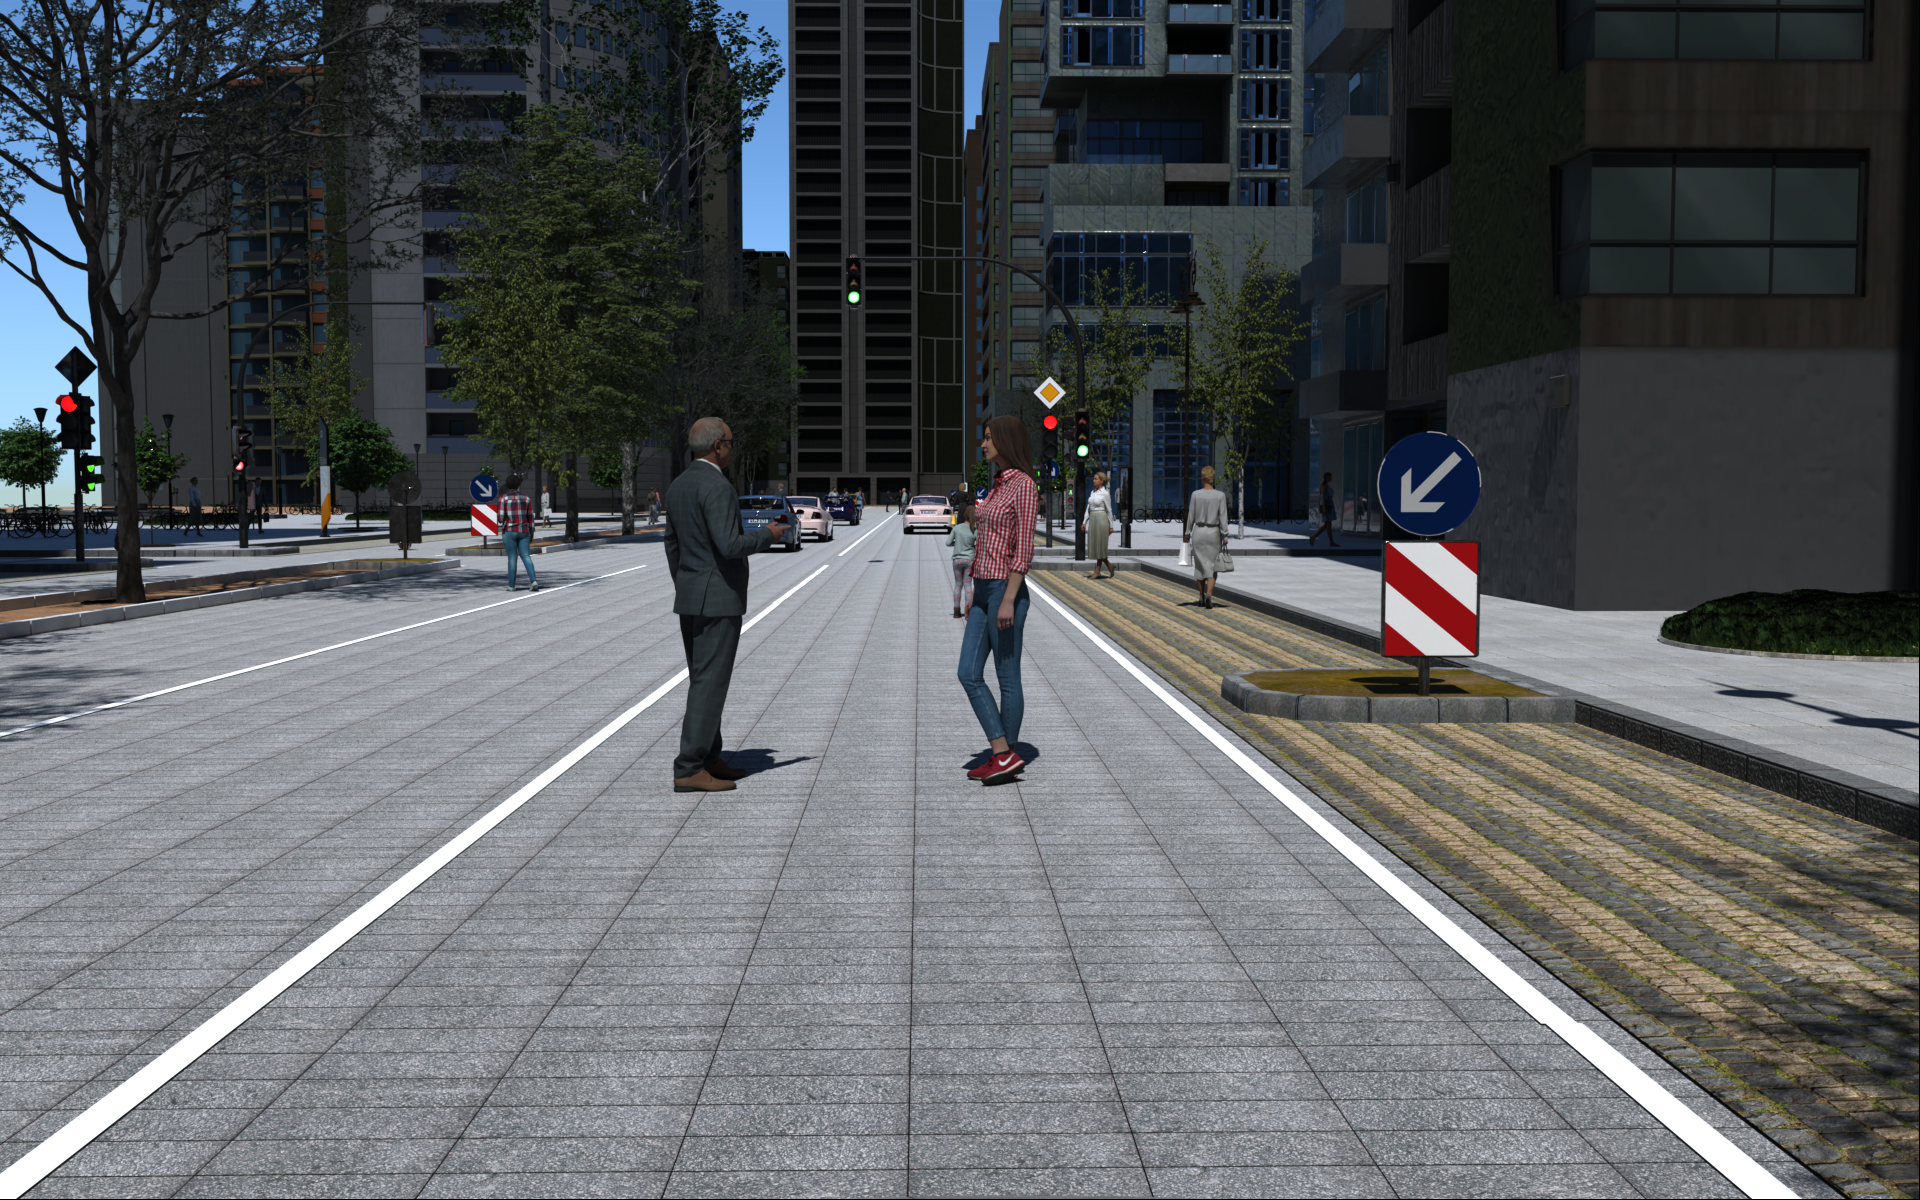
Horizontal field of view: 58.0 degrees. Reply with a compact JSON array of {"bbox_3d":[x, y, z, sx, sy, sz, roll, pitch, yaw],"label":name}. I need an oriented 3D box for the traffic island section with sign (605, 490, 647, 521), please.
[{"bbox_3d":[-17.826,-5.135,92.583,1.989,1.847,2.006,0,4,-1],"label":"traffic island section with sign"}]

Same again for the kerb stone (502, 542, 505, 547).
[{"bbox_3d":[-12.240,-1.473,46.271,0.120,0.150,1.000,0,4,-1],"label":"kerb stone"}]

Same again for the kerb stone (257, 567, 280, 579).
[{"bbox_3d":[-11.852,-0.444,29.447,0.120,0.150,1.000,0,4,-1],"label":"kerb stone"}]

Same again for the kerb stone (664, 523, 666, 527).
[{"bbox_3d":[-12.879,-3.227,74.949,0.120,0.150,1.000,0,4,-1],"label":"kerb stone"}]

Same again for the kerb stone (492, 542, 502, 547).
[{"bbox_3d":[-12.210,-1.410,45.248,0.120,0.150,1.000,0,4,-1],"label":"kerb stone"}]

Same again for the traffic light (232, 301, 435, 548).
[{"bbox_3d":[-14.851,-4.056,40.979,4.771,5.953,1.251,0,4,-1],"label":"traffic light"}]

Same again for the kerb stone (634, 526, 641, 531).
[{"bbox_3d":[-12.720,-2.785,67.790,0.120,0.150,1.000,0,4,-1],"label":"kerb stone"}]

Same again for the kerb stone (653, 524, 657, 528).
[{"bbox_3d":[-12.811,-3.039,71.881,0.120,0.150,1.000,0,4,-1],"label":"kerb stone"}]

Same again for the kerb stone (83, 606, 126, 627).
[{"bbox_3d":[-9.523,0.188,19.119,0.120,0.150,1.000,0,4,-1],"label":"kerb stone"}]

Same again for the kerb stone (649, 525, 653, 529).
[{"bbox_3d":[-12.789,-2.976,70.859,0.120,0.150,1.000,0,4,-1],"label":"kerb stone"}]

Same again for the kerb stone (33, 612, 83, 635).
[{"bbox_3d":[-9.498,0.251,18.094,0.120,0.150,1.000,0,4,-1],"label":"kerb stone"}]

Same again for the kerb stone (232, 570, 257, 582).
[{"bbox_3d":[-11.835,-0.381,28.425,0.120,0.150,1.000,0,4,-1],"label":"kerb stone"}]

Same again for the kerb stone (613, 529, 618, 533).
[{"bbox_3d":[-12.608,-2.470,62.665,0.120,0.150,1.000,0,4,-1],"label":"kerb stone"}]

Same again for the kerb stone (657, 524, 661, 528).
[{"bbox_3d":[-12.844,-3.101,72.903,0.120,0.150,1.000,0,4,-1],"label":"kerb stone"}]

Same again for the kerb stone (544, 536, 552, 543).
[{"bbox_3d":[-12.347,-1.785,51.385,0.120,0.150,1.000,0,4,-1],"label":"kerb stone"}]

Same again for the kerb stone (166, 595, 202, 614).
[{"bbox_3d":[-9.563,0.063,21.169,0.120,0.150,1.000,0,4,-1],"label":"kerb stone"}]

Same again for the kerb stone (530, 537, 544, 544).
[{"bbox_3d":[-12.331,-1.720,50.363,0.120,0.150,1.000,0,4,-1],"label":"kerb stone"}]

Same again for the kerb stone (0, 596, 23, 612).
[{"bbox_3d":[-11.669,0.058,21.241,0.120,0.150,1.000,0,4,-1],"label":"kerb stone"}]

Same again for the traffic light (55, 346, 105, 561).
[{"bbox_3d":[-16.759,-2.691,32.914,0.839,4.253,0.868,0,4,-1],"label":"traffic light"}]

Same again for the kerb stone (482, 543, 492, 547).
[{"bbox_3d":[-12.189,-1.344,44.223,0.120,0.150,1.000,0,4,-1],"label":"kerb stone"}]

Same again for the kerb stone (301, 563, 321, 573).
[{"bbox_3d":[-11.895,-0.567,31.494,0.120,0.150,1.000,0,4,-1],"label":"kerb stone"}]

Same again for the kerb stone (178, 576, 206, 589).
[{"bbox_3d":[-11.788,-0.256,26.381,0.120,0.150,1.000,0,4,-1],"label":"kerb stone"}]

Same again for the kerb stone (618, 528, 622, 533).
[{"bbox_3d":[-12.628,-2.538,63.687,0.120,0.150,1.000,0,4,-1],"label":"kerb stone"}]

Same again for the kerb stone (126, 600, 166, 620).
[{"bbox_3d":[-9.542,0.125,20.148,0.120,0.150,1.000,0,4,-1],"label":"kerb stone"}]

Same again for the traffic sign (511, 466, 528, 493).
[{"bbox_3d":[-19.480,-4.680,76.618,0.768,2.556,0.104,0,4,5],"label":"traffic sign"}]

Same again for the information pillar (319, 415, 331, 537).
[{"bbox_3d":[-18.844,-3.672,51.390,0.183,3.616,0.504,-3,5,-44],"label":"information pillar"}]

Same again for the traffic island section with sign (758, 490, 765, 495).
[{"bbox_3d":[-19.596,-9.948,171.271,1.989,1.847,2.006,0,4,-1],"label":"traffic island section with sign"}]

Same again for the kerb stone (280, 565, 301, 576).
[{"bbox_3d":[-11.876,-0.506,30.469,0.120,0.150,1.000,0,4,-1],"label":"kerb stone"}]

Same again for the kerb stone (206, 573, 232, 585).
[{"bbox_3d":[-11.812,-0.318,27.403,0.120,0.150,1.000,0,4,-1],"label":"kerb stone"}]

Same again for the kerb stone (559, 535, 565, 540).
[{"bbox_3d":[-12.400,-1.903,53.432,0.120,0.150,1.000,0,4,-1],"label":"kerb stone"}]

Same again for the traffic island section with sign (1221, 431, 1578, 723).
[{"bbox_3d":[2.837,-0.188,11.699,1.989,1.847,2.006,0,4,-1],"label":"traffic island section with sign"}]

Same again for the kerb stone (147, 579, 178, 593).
[{"bbox_3d":[-11.765,-0.194,25.359,0.120,0.150,1.000,0,4,-1],"label":"kerb stone"}]

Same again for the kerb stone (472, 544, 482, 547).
[{"bbox_3d":[-12.176,-1.285,43.201,0.120,0.150,1.000,0,4,-1],"label":"kerb stone"}]

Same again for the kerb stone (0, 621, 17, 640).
[{"bbox_3d":[-9.482,0.313,17.070,0.120,0.150,1.000,0,4,-1],"label":"kerb stone"}]

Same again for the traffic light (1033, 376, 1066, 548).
[{"bbox_3d":[2.116,-3.206,41.343,0.839,4.253,0.868,0,4,-1],"label":"traffic light"}]

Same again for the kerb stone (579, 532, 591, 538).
[{"bbox_3d":[-12.498,-2.162,57.539,0.120,0.150,1.000,0,4,-1],"label":"kerb stone"}]

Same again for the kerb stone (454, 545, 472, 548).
[{"bbox_3d":[-12.148,-1.216,42.179,0.120,0.150,1.000,0,4,-1],"label":"kerb stone"}]

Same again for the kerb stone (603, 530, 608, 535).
[{"bbox_3d":[-12.554,-2.349,60.607,0.120,0.150,1.000,0,4,-1],"label":"kerb stone"}]

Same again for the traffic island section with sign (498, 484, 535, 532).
[{"bbox_3d":[-17.211,-3.487,65.635,1.989,1.847,2.006,0,4,-1],"label":"traffic island section with sign"}]

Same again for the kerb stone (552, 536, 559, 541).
[{"bbox_3d":[-12.373,-1.848,52.409,0.120,0.150,1.000,0,4,-1],"label":"kerb stone"}]

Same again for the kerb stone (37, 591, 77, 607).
[{"bbox_3d":[-11.691,-0.004,22.262,0.120,0.150,1.000,0,4,-1],"label":"kerb stone"}]

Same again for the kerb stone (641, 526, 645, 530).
[{"bbox_3d":[-12.749,-2.847,68.815,0.120,0.150,1.000,0,4,-1],"label":"kerb stone"}]

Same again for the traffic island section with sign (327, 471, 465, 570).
[{"bbox_3d":[-10.892,-1.546,33.415,2.006,1.907,1.989,0,4,-1],"label":"traffic island section with sign"}]

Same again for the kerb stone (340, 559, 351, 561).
[{"bbox_3d":[-11.950,-0.695,33.555,0.120,0.150,1.000,0,4,-1],"label":"kerb stone"}]

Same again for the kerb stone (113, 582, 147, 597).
[{"bbox_3d":[-11.741,-0.130,24.327,0.120,0.150,1.000,0,4,-1],"label":"kerb stone"}]

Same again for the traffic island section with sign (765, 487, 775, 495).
[{"bbox_3d":[-12.761,-6.593,115.939,2.006,1.907,1.989,0,4,-1],"label":"traffic island section with sign"}]

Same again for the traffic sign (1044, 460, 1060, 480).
[{"bbox_3d":[3.324,-3.933,64.404,0.768,2.556,0.104,0,4,5],"label":"traffic sign"}]

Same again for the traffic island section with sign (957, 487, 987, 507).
[{"bbox_3d":[0.987,-5.160,92.998,1.989,1.847,2.006,0,4,-1],"label":"traffic island section with sign"}]

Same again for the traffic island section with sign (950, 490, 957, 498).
[{"bbox_3d":[-0.754,-9.878,170.134,1.989,1.847,2.006,0,4,-1],"label":"traffic island section with sign"}]

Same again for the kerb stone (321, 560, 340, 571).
[{"bbox_3d":[-11.929,-0.629,32.526,0.120,0.150,1.000,0,4,-1],"label":"kerb stone"}]

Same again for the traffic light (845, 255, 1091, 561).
[{"bbox_3d":[0.207,-3.578,33.171,4.771,5.953,1.251,0,4,-1],"label":"traffic light"}]

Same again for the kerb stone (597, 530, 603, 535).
[{"bbox_3d":[-12.533,-2.287,59.585,0.120,0.150,1.000,0,4,-1],"label":"kerb stone"}]

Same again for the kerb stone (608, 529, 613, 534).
[{"bbox_3d":[-12.591,-2.412,61.636,0.120,0.150,1.000,0,4,-1],"label":"kerb stone"}]

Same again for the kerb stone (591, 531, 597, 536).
[{"bbox_3d":[-12.514,-2.224,58.561,0.120,0.150,1.000,0,4,-1],"label":"kerb stone"}]

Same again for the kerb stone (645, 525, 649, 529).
[{"bbox_3d":[-12.767,-2.913,69.837,0.120,0.150,1.000,0,4,-1],"label":"kerb stone"}]

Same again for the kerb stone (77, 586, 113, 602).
[{"bbox_3d":[-11.722,-0.060,23.299,0.120,0.150,1.000,0,4,-1],"label":"kerb stone"}]

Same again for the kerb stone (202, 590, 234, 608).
[{"bbox_3d":[-9.591,0.002,22.192,0.120,0.150,1.000,0,4,-1],"label":"kerb stone"}]

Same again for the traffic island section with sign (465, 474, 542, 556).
[{"bbox_3d":[-11.050,-1.999,40.820,2.006,1.907,1.989,0,4,-1],"label":"traffic island section with sign"}]

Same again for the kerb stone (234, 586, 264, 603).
[{"bbox_3d":[-9.617,-0.062,23.214,0.120,0.150,1.000,0,4,-1],"label":"kerb stone"}]

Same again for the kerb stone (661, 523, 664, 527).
[{"bbox_3d":[-12.867,-3.164,73.925,0.120,0.150,1.000,0,4,-1],"label":"kerb stone"}]
